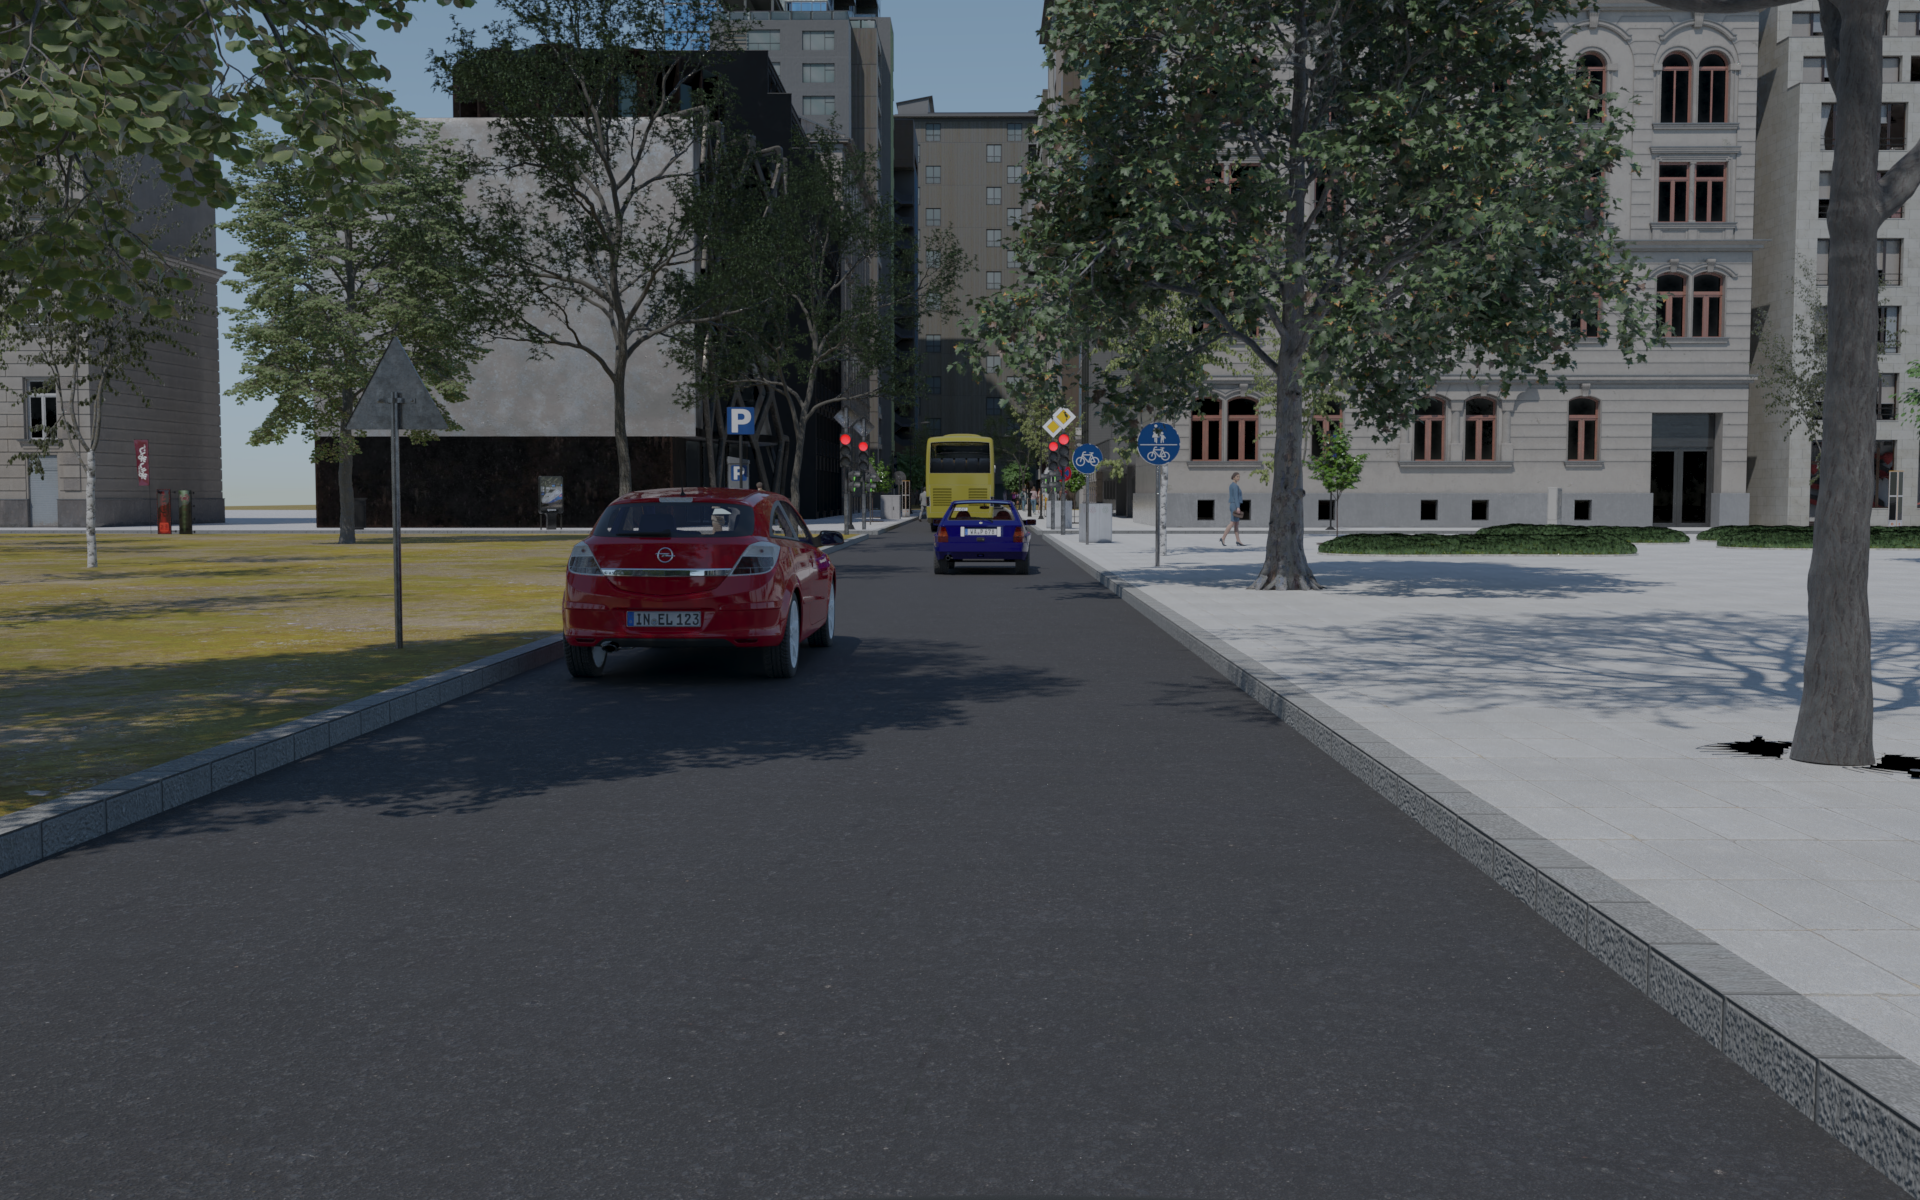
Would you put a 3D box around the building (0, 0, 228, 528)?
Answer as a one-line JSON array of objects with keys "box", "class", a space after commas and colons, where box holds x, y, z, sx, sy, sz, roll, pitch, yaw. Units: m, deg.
[{"box": [-44.977, -16.732, 70.828, 25.104, 27.353, 12.463, 0, 4, 1], "class": "building"}]

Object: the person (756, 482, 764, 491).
[{"box": [-6.807, -3.140, 59.752, 0.836, 1.842, 0.656, 0, 4, 4], "class": "person"}]

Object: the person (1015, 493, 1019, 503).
[{"box": [6.296, -11.082, 190.460, 0.421, 1.427, 0.697, 0, 4, -3], "class": "person"}]

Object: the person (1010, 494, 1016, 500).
[{"box": [6.807, -12.667, 213.130, 1.348, 1.826, 0.705, 2, 4, 25], "class": "person"}]

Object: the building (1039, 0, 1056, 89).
[{"box": [22.665, -35.778, 174.202, 28.713, 52.752, 27.495, 0, 4, 1], "class": "building"}]

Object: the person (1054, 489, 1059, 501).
[{"box": [4.825, -5.097, 89.576, 0.606, 1.804, 0.583, 0, 4, -6], "class": "person"}]

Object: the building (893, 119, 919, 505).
[{"box": [-12.228, -33.815, 202.981, 14.200, 45.320, 14.600, 0, 4, 1], "class": "building"}]

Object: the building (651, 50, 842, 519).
[{"box": [-13.311, -16.222, 94.912, 12.332, 23.373, 15.834, 0, 4, 1], "class": "building"}]

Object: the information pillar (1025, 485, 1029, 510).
[{"box": [5.296, -8.014, 135.520, 0.304, 2.012, 0.304, -3, 4, -38], "class": "information pillar"}]

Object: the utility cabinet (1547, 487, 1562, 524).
[{"box": [18.654, -2.790, 54.293, 0.318, 1.500, 1.173, 2, 4, 26], "class": "utility cabinet"}]

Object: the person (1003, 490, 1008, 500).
[{"box": [5.306, -11.981, 202.602, 0.551, 1.740, 0.621, 1, 4, 16], "class": "person"}]

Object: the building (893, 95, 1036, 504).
[{"box": [4.579, -39.658, 237.652, 27.495, 52.752, 28.713, 0, 4, 1], "class": "building"}]

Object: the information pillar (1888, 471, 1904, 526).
[{"box": [29.521, -3.067, 54.642, 0.304, 2.012, 0.304, -2, 4, -29], "class": "information pillar"}]

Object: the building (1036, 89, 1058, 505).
[{"box": [19.728, -35.179, 198.874, 21.300, 48.544, 21.600, 0, 4, 1], "class": "building"}]

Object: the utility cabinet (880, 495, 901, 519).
[{"box": [-3.549, -4.741, 88.676, 1.020, 1.237, 0.306, 1, 4, 14], "class": "utility cabinet"}]

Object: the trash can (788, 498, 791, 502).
[{"box": [-6.179, -3.084, 62.075, 0.748, 1.137, 0.748, 0, 3, 0], "class": "trash can"}]

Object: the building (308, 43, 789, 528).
[{"box": [-15.856, -12.578, 73.096, 16.820, 18.784, 16.811, 0, 4, 1], "class": "building"}]

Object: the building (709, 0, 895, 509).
[{"box": [-12.834, -28.175, 144.254, 14.154, 41.232, 14.086, 0, 4, 1], "class": "building"}]

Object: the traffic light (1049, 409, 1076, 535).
[{"box": [3.215, -3.994, 54.227, 0.839, 4.253, 0.868, 0, 4, 1], "class": "traffic light"}]

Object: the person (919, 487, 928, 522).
[{"box": [-1.845, -4.959, 89.856, 0.678, 1.792, 0.850, 3, 4, 37], "class": "person"}]

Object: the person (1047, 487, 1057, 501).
[{"box": [4.670, -4.920, 86.673, 0.709, 1.800, 0.728, 3, 5, 45], "class": "person"}]

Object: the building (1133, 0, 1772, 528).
[{"box": [18.897, -17.359, 71.214, 23.554, 28.519, 14.401, 0, 4, 1], "class": "building"}]

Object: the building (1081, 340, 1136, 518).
[{"box": [14.961, -17.309, 102.076, 14.314, 24.678, 30.058, 0, 4, 1], "class": "building"}]

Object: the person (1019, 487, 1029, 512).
[{"box": [4.642, -7.296, 125.685, 0.721, 1.781, 0.623, 2, 4, 34], "class": "person"}]

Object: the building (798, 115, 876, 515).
[{"box": [-12.443, -19.488, 115.891, 12.463, 27.353, 25.104, 0, 4, 1], "class": "building"}]

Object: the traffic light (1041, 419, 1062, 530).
[{"box": [3.323, -4.483, 62.211, 0.839, 4.253, 0.868, 0, 4, 1], "class": "traffic light"}]

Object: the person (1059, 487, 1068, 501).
[{"box": [7.200, -7.016, 120.732, 0.580, 1.828, 0.573, 0, 4, 6], "class": "person"}]

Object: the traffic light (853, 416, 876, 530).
[{"box": [-3.437, -4.487, 62.287, 0.839, 4.253, 0.868, 0, 4, 1], "class": "traffic light"}]

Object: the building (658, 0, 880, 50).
[{"box": [-17.488, -52.171, 165.668, 22.319, 86.520, 31.000, 0, 4, 1], "class": "building"}]

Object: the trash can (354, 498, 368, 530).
[{"box": [-21.624, -3.087, 62.123, 0.748, 1.137, 0.748, 0, 3, 0], "class": "trash can"}]

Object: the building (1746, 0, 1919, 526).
[{"box": [39.478, -13.125, 69.343, 16.860, 20.320, 10.420, 0, 4, 1], "class": "building"}]

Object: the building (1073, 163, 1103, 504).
[{"box": [15.590, -20.861, 126.987, 13.634, 28.700, 20.117, 0, 4, 1], "class": "building"}]

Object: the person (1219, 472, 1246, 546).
[{"box": [6.730, -2.241, 42.702, 0.654, 1.822, 0.581, 1, 4, 12], "class": "person"}]

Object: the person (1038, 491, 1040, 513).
[{"box": [5.378, -6.618, 114.591, 0.599, 1.781, 0.374, -3, 4, -37], "class": "person"}]

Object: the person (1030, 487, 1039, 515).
[{"box": [4.628, -6.210, 108.158, 0.593, 1.750, 0.643, 1, 4, 23], "class": "person"}]

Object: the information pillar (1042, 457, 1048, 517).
[{"box": [4.835, -6.458, 96.936, 0.504, 3.616, 0.183, 0, 4, 2], "class": "information pillar"}]

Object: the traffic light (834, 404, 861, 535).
[{"box": [-3.546, -3.999, 54.303, 0.839, 4.253, 0.868, 0, 4, 1], "class": "traffic light"}]

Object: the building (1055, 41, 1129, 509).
[{"box": [15.648, -30.786, 153.468, 14.600, 45.320, 14.200, 0, 4, 1], "class": "building"}]

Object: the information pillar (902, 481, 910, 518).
[{"box": [-2.954, -5.523, 94.798, 0.304, 2.012, 0.304, -3, 5, -40], "class": "information pillar"}]

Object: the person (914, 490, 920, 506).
[{"box": [-4.722, -11.323, 191.723, 0.434, 1.755, 0.990, -3, 5, -42], "class": "person"}]

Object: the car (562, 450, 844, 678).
[{"box": [-2.124, -0.365, 15.005, 2.155, 1.783, 4.494, 0, 4, 2], "class": "car"}]

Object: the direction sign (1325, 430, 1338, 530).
[{"box": [13.237, -4.266, 61.745, 0.379, 3.537, 0.876, -1, 4, -13], "class": "direction sign"}]

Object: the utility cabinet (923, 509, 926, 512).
[{"box": [-2.567, -7.025, 126.022, 0.306, 1.237, 1.020, -1, 4, -12], "class": "utility cabinet"}]

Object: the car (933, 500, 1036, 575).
[{"box": [0.445, -1.201, 32.211, 1.945, 1.354, 3.894, 0, 4, 3], "class": "car"}]
